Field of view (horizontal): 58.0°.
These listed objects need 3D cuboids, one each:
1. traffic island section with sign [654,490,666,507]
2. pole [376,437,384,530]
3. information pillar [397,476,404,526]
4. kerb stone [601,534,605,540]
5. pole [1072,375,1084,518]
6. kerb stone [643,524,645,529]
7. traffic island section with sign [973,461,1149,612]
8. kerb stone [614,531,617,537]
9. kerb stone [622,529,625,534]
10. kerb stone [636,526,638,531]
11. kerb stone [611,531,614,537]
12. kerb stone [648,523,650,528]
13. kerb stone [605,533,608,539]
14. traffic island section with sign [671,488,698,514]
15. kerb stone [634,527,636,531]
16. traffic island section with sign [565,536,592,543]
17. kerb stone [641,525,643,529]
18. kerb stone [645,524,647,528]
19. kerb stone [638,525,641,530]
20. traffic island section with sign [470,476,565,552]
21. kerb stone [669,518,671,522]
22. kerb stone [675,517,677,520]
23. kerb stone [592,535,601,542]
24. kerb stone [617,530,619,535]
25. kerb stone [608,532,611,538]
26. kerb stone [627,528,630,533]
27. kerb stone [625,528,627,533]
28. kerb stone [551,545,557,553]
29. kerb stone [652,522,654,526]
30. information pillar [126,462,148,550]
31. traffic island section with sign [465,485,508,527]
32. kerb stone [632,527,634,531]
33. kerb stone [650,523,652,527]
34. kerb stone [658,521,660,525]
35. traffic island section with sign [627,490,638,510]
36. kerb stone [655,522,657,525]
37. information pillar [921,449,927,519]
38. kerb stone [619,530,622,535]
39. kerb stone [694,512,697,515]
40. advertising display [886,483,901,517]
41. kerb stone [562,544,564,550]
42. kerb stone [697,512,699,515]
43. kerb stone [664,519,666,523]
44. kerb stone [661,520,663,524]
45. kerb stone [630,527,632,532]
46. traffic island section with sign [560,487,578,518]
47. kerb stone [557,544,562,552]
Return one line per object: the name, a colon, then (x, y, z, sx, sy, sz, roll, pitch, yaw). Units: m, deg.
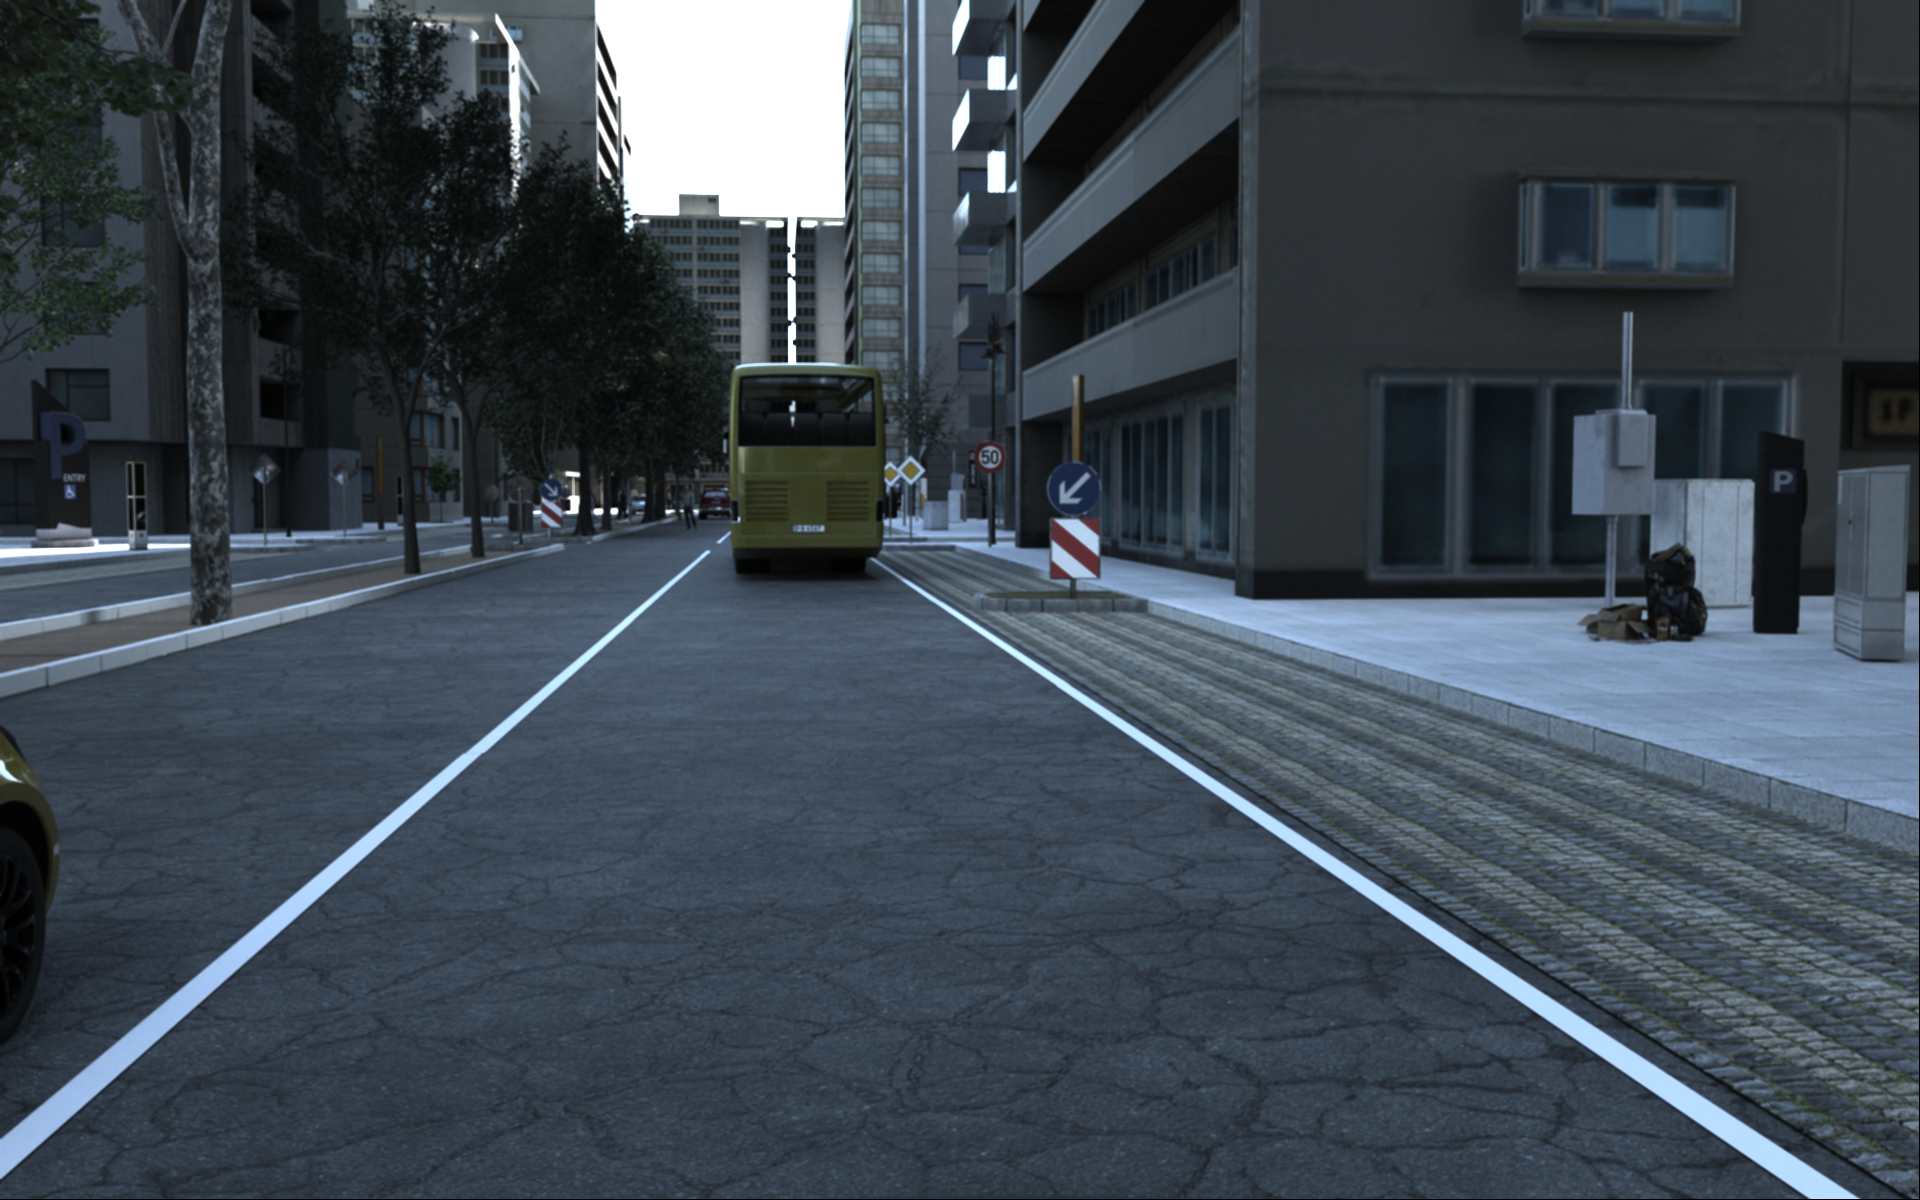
traffic island section with sign: (-31.441, -10.416, 178.923, 1.989, 1.847, 2.006, 0, 4, -6)
pole: (-20.797, -4.177, 62.131, 0.158, 3.312, 0.155, 0, 3, 0)
information pillar: (-22.285, -3.960, 69.232, 0.304, 2.012, 0.304, 2, 4, 26)
kerb stone: (-11.206, -1.927, 53.710, 0.120, 0.150, 1.000, 0, 4, -6)
pole: (2.022, -2.197, 29.760, 0.158, 3.312, 0.155, 0, 3, 0)
kerb stone: (-12.953, -2.924, 70.002, 0.120, 0.150, 1.000, 0, 4, -6)
traffic island section with sign: (1.201, -0.804, 21.780, 1.989, 1.847, 2.006, 0, 4, -6)
kerb stone: (-11.643, -2.174, 57.789, 0.120, 0.150, 1.000, 0, 4, -6)
kerb stone: (-11.970, -2.359, 60.838, 0.120, 0.150, 1.000, 0, 4, -6)
kerb stone: (-12.632, -2.735, 66.951, 0.120, 0.150, 1.000, 0, 4, -6)
kerb stone: (-11.537, -2.111, 56.766, 0.120, 0.150, 1.000, 0, 4, -6)
kerb stone: (-13.272, -3.111, 73.056, 0.120, 0.150, 1.000, 0, 4, -6)
kerb stone: (-11.326, -1.985, 54.732, 0.120, 0.150, 1.000, 0, 4, -6)
traffic island section with sign: (-19.979, -7.204, 125.917, 2.006, 1.907, 1.989, 0, 4, -6)
kerb stone: (-12.523, -2.673, 65.933, 0.120, 0.150, 1.000, 0, 4, -6)
traffic island section with sign: (-11.990, -2.634, 51.203, 2.006, 1.907, 1.989, 0, 4, -6)
kerb stone: (-12.838, -2.858, 68.987, 0.120, 0.150, 1.000, 0, 4, -6)
kerb stone: (-13.056, -2.980, 71.020, 0.120, 0.150, 1.000, 0, 4, -6)
kerb stone: (-12.728, -2.800, 67.968, 0.120, 0.150, 1.000, 0, 4, -6)
traffic island section with sign: (-11.213, -2.183, 43.836, 2.006, 1.907, 1.989, 0, 4, -6)
kerb stone: (-14.800, -3.984, 87.326, 0.120, 0.150, 1.000, 0, 4, -6)
kerb stone: (-15.348, -4.290, 92.420, 0.120, 0.150, 1.000, 0, 4, -6)
kerb stone: (-11.101, -1.862, 52.688, 0.120, 0.150, 1.000, 0, 4, -6)
kerb stone: (-11.757, -2.239, 58.805, 0.120, 0.150, 1.000, 0, 4, -6)
kerb stone: (-11.430, -2.052, 55.749, 0.120, 0.150, 1.000, 0, 4, -6)
kerb stone: (-12.189, -2.488, 62.875, 0.120, 0.150, 1.000, 0, 4, -6)
kerb stone: (-12.081, -2.426, 61.854, 0.120, 0.150, 1.000, 0, 4, -6)
kerb stone: (-9.947, -1.203, 41.904, 0.120, 0.150, 1.000, 0, 4, -6)
kerb stone: (-13.493, -3.233, 75.093, 0.120, 0.150, 1.000, 0, 4, -6)
information pillar: (-18.794, -2.145, 39.559, 0.304, 2.012, 0.304, 3, 4, 37)
traffic island section with sign: (-20.386, -4.084, 75.398, 1.989, 1.847, 2.006, 0, 4, -6)
kerb stone: (-12.412, -2.613, 64.917, 0.120, 0.150, 1.000, 0, 4, -6)
kerb stone: (-13.382, -3.168, 74.073, 0.120, 0.150, 1.000, 0, 4, -6)
kerb stone: (-13.934, -3.486, 79.184, 0.120, 0.150, 1.000, 0, 4, -6)
traffic island section with sign: (-28.578, -8.776, 152.120, 1.989, 1.847, 2.006, 0, 4, -6)
kerb stone: (-13.714, -3.359, 77.131, 0.120, 0.150, 1.000, 0, 4, -6)
information pillar: (-1.863, -5.996, 89.387, 0.183, 3.616, 0.504, 2, 4, 30)
kerb stone: (-11.863, -2.301, 59.821, 0.120, 0.150, 1.000, 0, 4, -6)
kerb stone: (-17.854, -5.729, 115.860, 0.120, 0.150, 1.000, 0, 4, -6)
advertising display: (-3.765, -5.654, 97.653, 0.974, 1.923, 0.123, 1, 4, 23)
kerb stone: (-10.170, -1.330, 43.936, 0.120, 0.150, 1.000, 0, 4, -6)
kerb stone: (-18.611, -6.164, 122.992, 0.120, 0.150, 1.000, 0, 4, -6)
kerb stone: (-14.364, -3.732, 83.250, 0.120, 0.150, 1.000, 0, 4, -6)
kerb stone: (-14.151, -3.610, 81.217, 0.120, 0.150, 1.000, 0, 4, -6)
kerb stone: (-12.300, -2.551, 63.901, 0.120, 0.150, 1.000, 0, 4, -6)
traffic island section with sign: (-23.257, -5.723, 102.201, 1.989, 1.847, 2.006, 0, 4, -6)
kerb stone: (-10.061, -1.264, 42.920, 0.120, 0.150, 1.000, 0, 4, -6)
